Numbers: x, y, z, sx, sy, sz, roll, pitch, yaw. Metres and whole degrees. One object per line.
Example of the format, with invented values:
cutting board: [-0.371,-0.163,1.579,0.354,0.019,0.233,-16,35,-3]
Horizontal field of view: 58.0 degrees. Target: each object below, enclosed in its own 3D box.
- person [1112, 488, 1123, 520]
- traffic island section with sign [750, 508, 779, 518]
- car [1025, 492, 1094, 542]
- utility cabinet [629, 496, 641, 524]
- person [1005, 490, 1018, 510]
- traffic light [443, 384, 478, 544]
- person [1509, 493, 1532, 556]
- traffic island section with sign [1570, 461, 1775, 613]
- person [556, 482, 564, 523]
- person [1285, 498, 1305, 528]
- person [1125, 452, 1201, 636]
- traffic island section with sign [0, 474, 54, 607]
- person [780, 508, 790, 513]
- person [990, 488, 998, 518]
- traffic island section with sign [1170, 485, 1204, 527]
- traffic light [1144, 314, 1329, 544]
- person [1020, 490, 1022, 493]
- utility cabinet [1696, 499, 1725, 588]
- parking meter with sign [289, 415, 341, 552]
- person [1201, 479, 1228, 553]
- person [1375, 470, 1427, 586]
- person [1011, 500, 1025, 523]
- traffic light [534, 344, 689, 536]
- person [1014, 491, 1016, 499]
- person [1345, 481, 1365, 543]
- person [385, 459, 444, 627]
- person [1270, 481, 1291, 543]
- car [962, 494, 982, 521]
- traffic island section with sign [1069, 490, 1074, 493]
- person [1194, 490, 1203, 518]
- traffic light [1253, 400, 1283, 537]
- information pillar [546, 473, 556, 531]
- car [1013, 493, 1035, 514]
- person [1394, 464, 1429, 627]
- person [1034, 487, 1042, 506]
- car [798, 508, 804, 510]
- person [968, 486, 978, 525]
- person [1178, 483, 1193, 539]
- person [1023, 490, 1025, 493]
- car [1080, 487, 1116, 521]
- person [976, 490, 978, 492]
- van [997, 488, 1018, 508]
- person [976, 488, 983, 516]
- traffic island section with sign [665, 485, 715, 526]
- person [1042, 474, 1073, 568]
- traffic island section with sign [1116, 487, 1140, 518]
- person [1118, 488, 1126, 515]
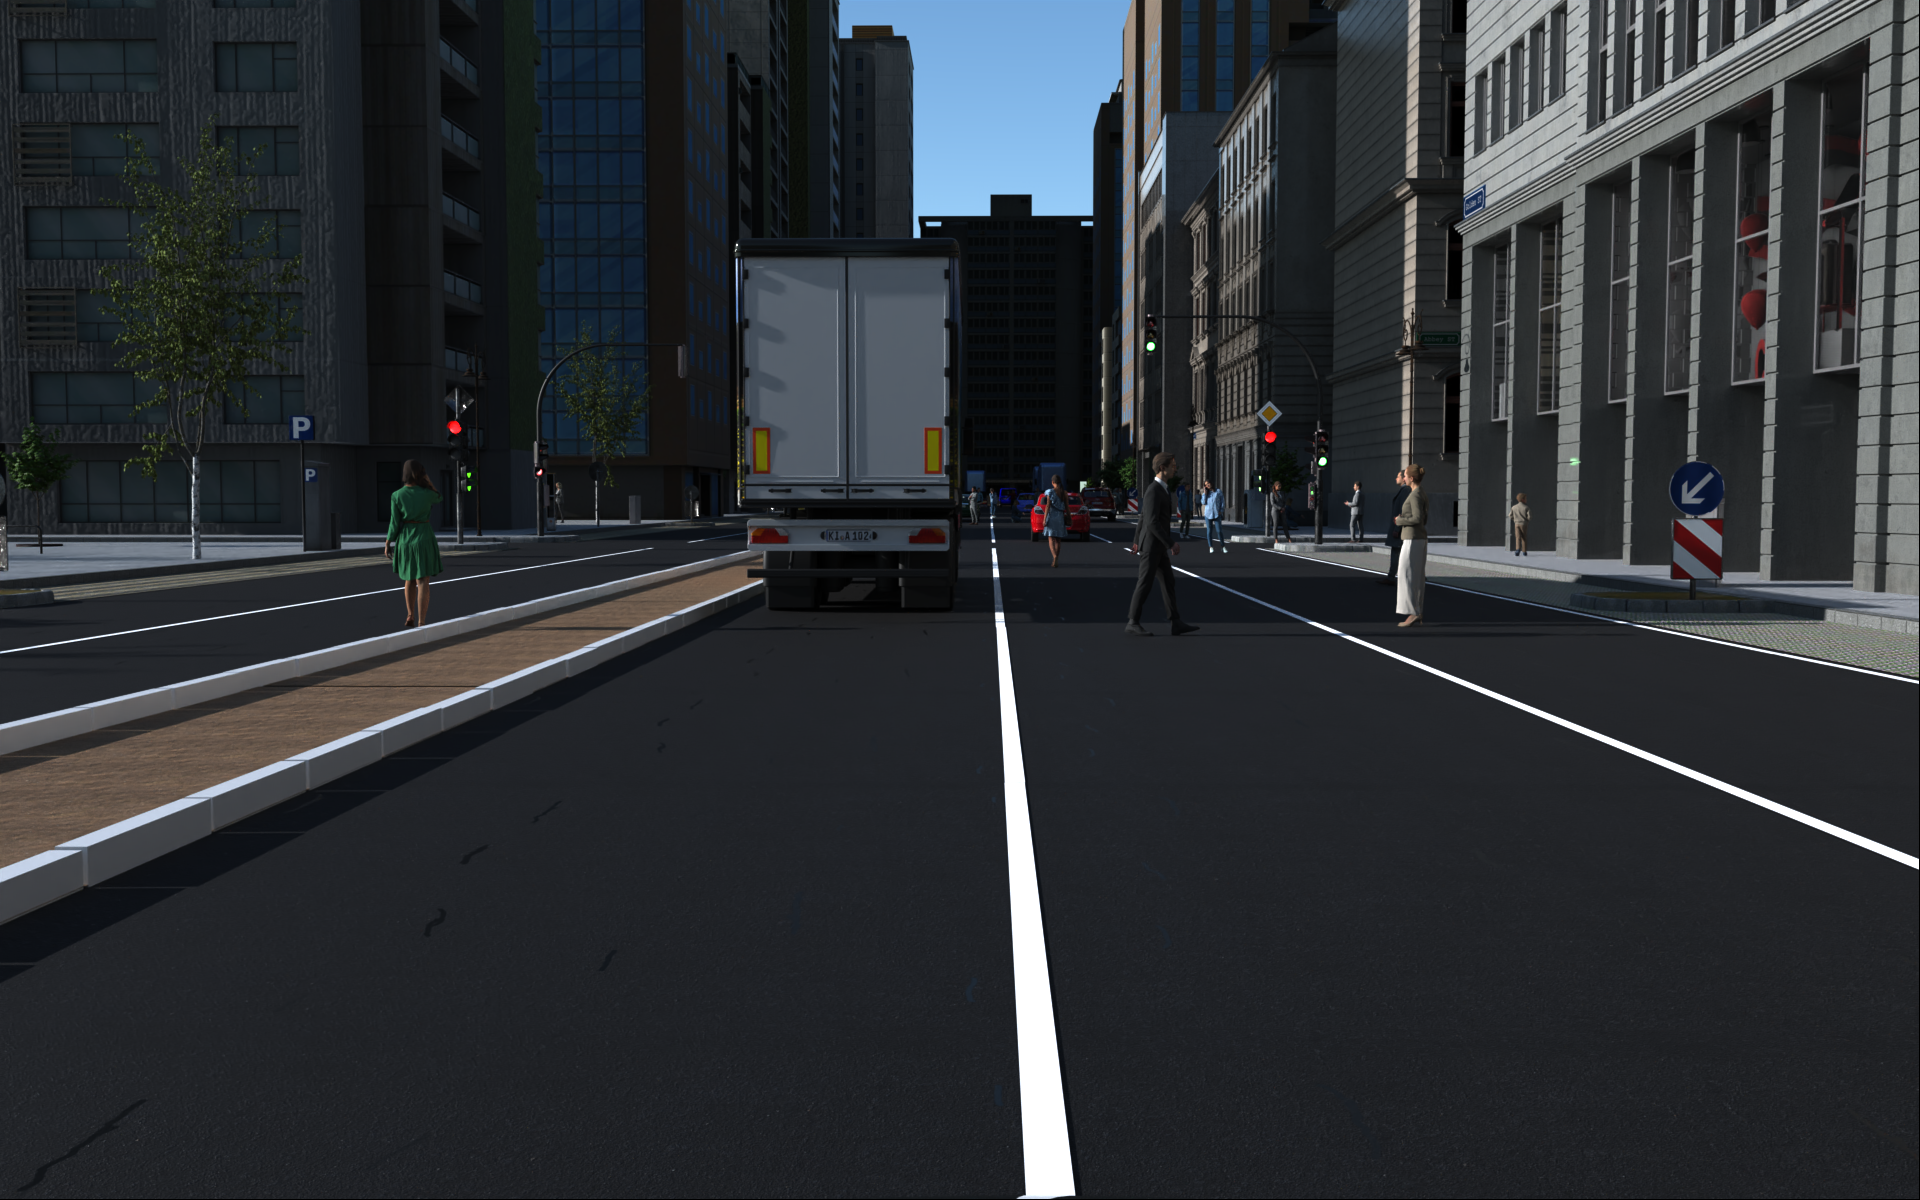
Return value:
person: [8.775,-5.395,97.194,0.782,1.767,0.515,3,5,39]
traffic island section with sign: [-11.539,-5.844,104.182,1.989,1.847,2.006,0,4,1]
car: [3.090,-2.726,53.605,2.155,1.783,4.494,0,4,2]
utility cabinet: [-13.958,-3.866,74.373,0.306,1.237,1.020,0,4,1]
person: [4.662,-8.827,152.753,1.348,1.831,0.705,0,4,-6]
traffic light: [-12.836,-3.396,44.449,0.839,4.253,0.868,0,4,1]
person: [11.604,-1.562,35.860,0.475,1.303,0.640,1,4,22]
traffic island section with sign: [8.793,-0.798,21.671,1.989,1.847,2.006,0,4,1]
person: [-17.711,-4.290,76.362,0.526,1.800,0.537,-3,4,-37]
person: [12.082,-3.173,63.417,0.738,1.151,1.012,-1,4,-13]
person: [2.046,-0.562,17.471,0.755,1.850,0.659,1,4,12]
traffic island section with sign: [-12.929,-0.838,22.321,1.989,1.847,2.006,0,4,1]
person: [-5.747,-3.014,57.885,0.850,1.850,0.679,-3,4,-36]
person: [2.042,-5.918,105.518,0.793,1.790,0.793,1,4,14]
traffic island section with sign: [9.720,-4.169,76.787,1.989,1.847,2.006,0,4,1]
traffic light: [7.029,-4.240,43.988,4.771,5.953,1.251,0,4,1]
person: [5.671,-9.286,160.407,0.705,1.814,1.350,0,4,-1]
utility cabinet: [10.475,-0.799,24.220,0.306,1.237,1.020,2,4,28]
parking meter with sign: [-14.578,-2.632,39.292,0.543,3.016,1.738,0,4,1]
person: [6.236,-2.057,42.391,0.793,1.790,0.793,-1,4,-12]
person: [6.920,-1.133,27.125,0.767,1.812,0.694,2,4,23]
person: [2.890,-4.411,86.116,0.738,1.151,1.012,0,4,5]
traffic light: [-10.608,-4.756,52.433,4.771,5.953,1.251,0,4,1]
person: [5.463,-10.242,176.506,0.434,1.755,0.990,2,4,25]
person: [11.417,-2.530,50.062,0.583,1.804,0.606,2,4,28]
person: [-5.724,-0.577,18.182,0.600,1.795,0.529,-1,4,-19]
person: [8.989,-2.422,48.374,0.520,1.790,0.573,-3,5,-45]
car: [0.118,-4.917,92.190,2.131,1.459,4.920,0,4,0]
traffic island section with sign: [11.499,-10.597,181.893,1.989,1.847,2.006,0,4,1]
person: [12.747,-5.113,92.242,0.503,1.515,0.523,0,4,-5]
traffic light: [9.258,-3.863,52.078,0.839,4.253,0.868,0,4,1]
information pillar: [-14.256,-3.418,60.378,0.304,2.012,0.304,0,4,-6]
car: [4.389,-6.283,112.324,1.945,1.707,3.694,0,4,2]
person: [4.904,-0.600,18.858,0.362,1.759,0.519,2,4,25]
person: [4.386,-5.473,98.078,0.635,1.810,0.391,2,4,33]
car: [-5.740,-3.580,68.762,2.015,1.641,3.980,0,4,-1]
person: [0.597,-4.427,81.064,0.511,1.800,0.466,3,5,41]
person: [7.227,-2.851,55.464,0.601,1.785,0.444,-1,4,-17]
person: [5.264,-8.217,142.949,0.705,1.812,1.348,3,5,43]
car: [7.237,-5.125,92.462,2.281,1.827,5.304,0,4,3]
person: [1.466,-8.561,148.617,0.705,1.807,1.348,2,4,26]
van: [5.077,-10.898,182.568,2.240,2.365,5.245,0,4,1]
person: [1.224,-6.263,110.758,0.638,1.841,0.748,3,4,38]
traffic island section with sign: [-11.985,-4.196,77.231,1.989,1.847,2.006,0,4,1]
person: [1.908,-1.537,33.717,0.616,1.811,0.778,0,4,-6]
traffic island section with sign: [10.167,-5.817,103.738,1.989,1.847,2.006,0,4,1]
person: [10.294,-6.261,111.040,0.661,1.801,0.590,1,4,9]
